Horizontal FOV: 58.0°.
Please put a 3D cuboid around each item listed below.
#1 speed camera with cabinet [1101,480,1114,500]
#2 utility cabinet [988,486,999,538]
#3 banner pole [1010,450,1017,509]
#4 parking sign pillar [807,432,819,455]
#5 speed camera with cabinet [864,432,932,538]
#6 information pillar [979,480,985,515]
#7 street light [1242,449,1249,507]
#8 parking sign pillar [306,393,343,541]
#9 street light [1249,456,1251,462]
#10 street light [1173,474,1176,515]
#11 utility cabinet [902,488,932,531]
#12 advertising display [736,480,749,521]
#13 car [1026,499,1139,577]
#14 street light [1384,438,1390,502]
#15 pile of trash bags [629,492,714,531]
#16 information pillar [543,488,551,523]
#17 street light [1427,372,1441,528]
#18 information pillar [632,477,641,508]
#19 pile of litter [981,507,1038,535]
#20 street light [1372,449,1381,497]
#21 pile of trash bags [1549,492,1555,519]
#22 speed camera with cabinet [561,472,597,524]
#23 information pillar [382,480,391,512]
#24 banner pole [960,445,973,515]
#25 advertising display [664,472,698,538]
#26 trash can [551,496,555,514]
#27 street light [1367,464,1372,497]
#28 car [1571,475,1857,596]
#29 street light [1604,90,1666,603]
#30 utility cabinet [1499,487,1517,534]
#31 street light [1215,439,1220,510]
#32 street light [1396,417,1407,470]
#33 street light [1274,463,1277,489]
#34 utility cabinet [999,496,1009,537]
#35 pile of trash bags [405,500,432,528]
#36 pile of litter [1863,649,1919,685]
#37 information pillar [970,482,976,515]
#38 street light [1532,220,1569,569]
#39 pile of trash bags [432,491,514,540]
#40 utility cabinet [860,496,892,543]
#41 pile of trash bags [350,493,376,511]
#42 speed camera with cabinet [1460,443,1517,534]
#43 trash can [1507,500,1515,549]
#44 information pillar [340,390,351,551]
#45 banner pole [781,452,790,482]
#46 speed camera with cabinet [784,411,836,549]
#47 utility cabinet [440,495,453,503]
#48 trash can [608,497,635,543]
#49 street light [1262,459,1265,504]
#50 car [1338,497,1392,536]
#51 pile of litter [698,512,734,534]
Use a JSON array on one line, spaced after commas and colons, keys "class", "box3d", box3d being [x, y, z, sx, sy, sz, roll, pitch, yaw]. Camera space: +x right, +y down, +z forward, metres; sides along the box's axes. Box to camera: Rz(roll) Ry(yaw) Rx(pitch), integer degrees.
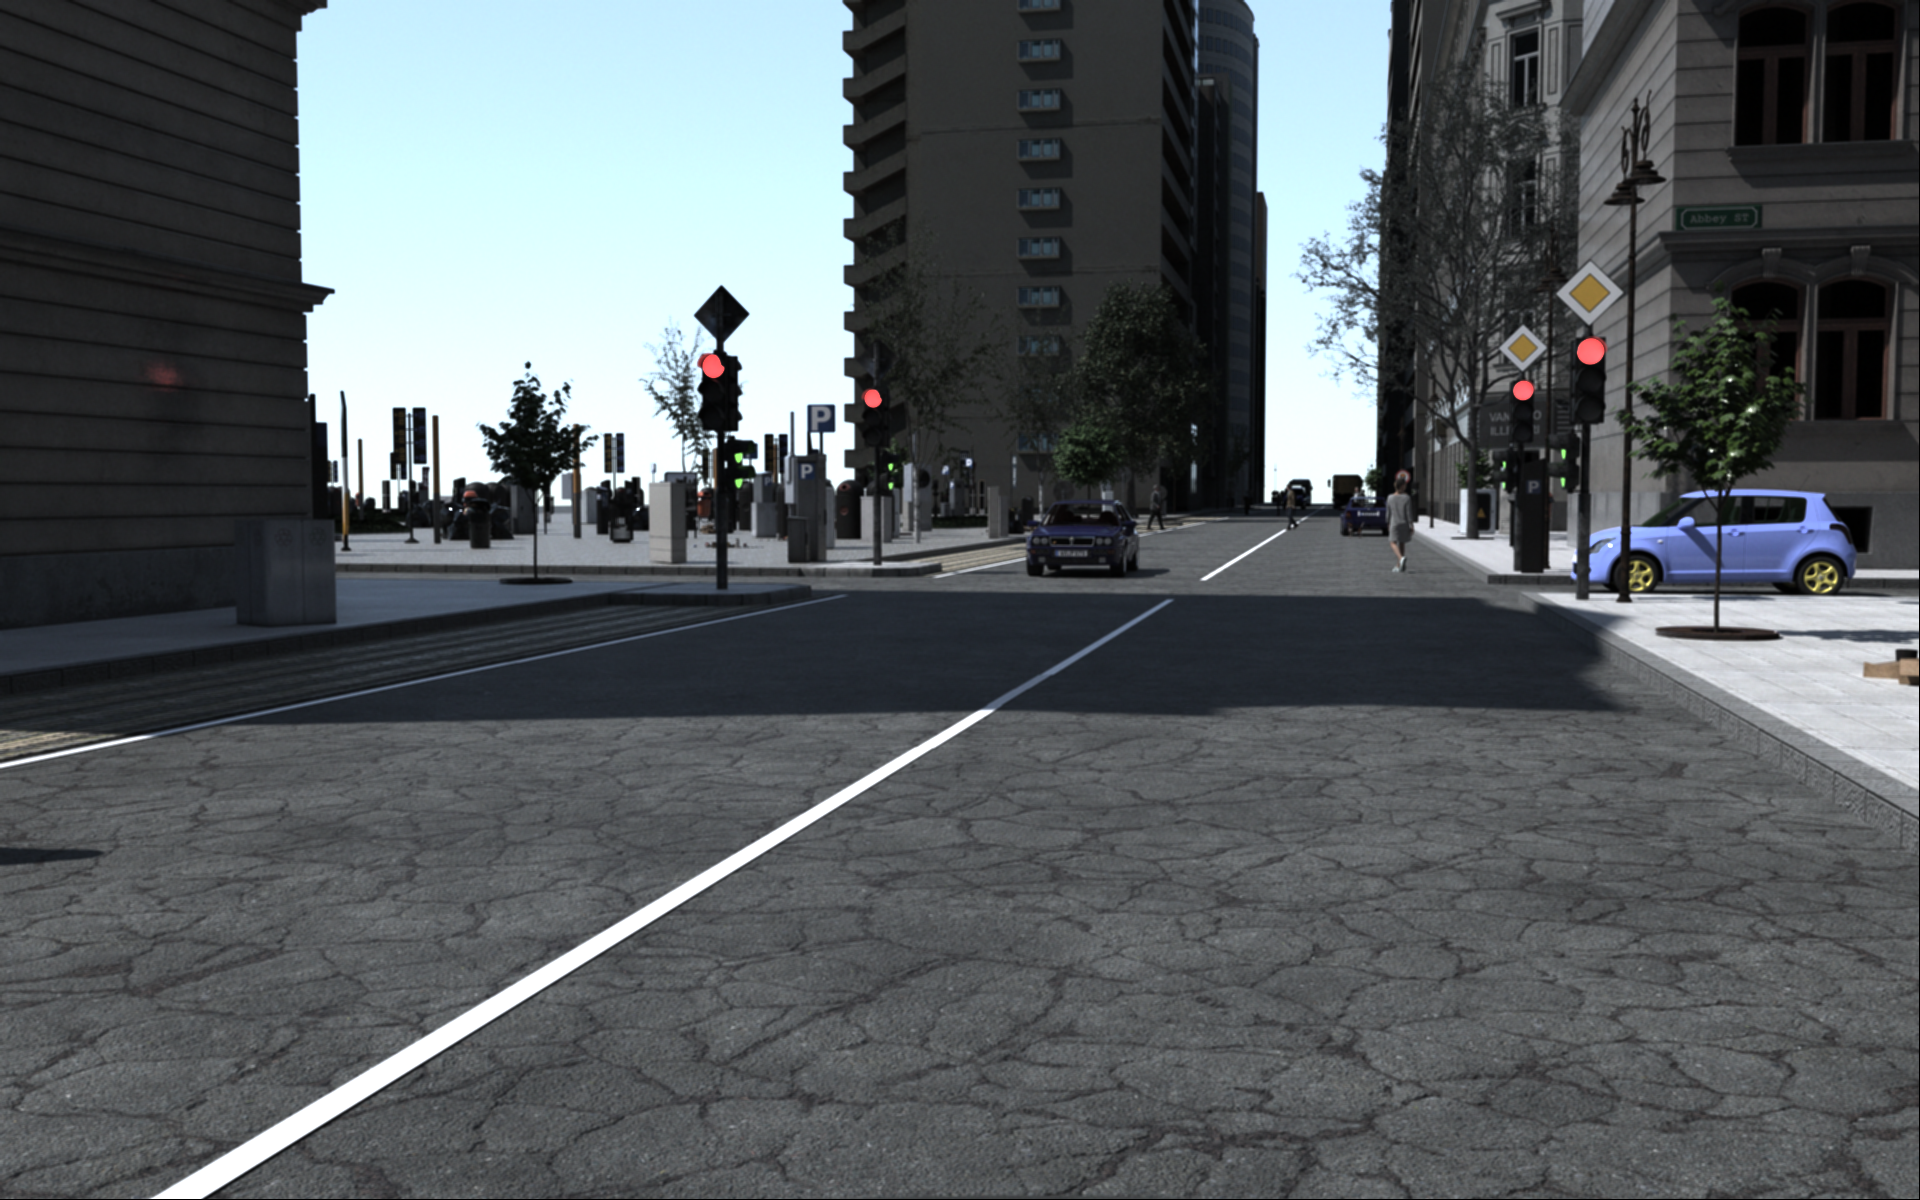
[{"class": "speed camera with cabinet", "box3d": [8.924, -6.757, 104.811, 0.660, 3.252, 2.038, 0, 4, -1]}, {"class": "utility cabinet", "box3d": [0.965, -2.553, 50.417, 0.318, 1.500, 1.173, 0, 4, -1]}, {"class": "banner pole", "box3d": [3.010, -6.623, 98.297, 0.401, 3.779, 0.863, -2, 4, -28]}, {"class": "parking sign pillar", "box3d": [-6.352, -5.288, 74.930, 1.447, 3.967, 1.447, 0, 4, 0]}, {"class": "speed camera with cabinet", "box3d": [-1.853, -3.474, 51.135, 2.038, 3.252, 0.660, -2, 4, -30]}, {"class": "information pillar", "box3d": [1.189, -5.412, 92.975, 0.304, 2.012, 0.304, 0, 4, 5]}, {"class": "street light", "box3d": [29.190, -12.589, 178.616, 0.468, 5.910, 1.993, 1, 4, 12]}, {"class": "parking sign pillar", "box3d": [-17.600, -3.587, 47.114, 1.447, 3.967, 1.447, -2, 4, -35]}, {"class": "street light", "box3d": [31.288, -13.144, 187.691, 0.468, 5.910, 1.993, 1, 4, 12]}, {"class": "street light", "box3d": [13.227, -8.180, 106.525, 0.468, 5.910, 1.993, 1, 4, 12]}, {"class": "utility cabinet", "box3d": [-1.450, -3.078, 59.007, 0.318, 1.500, 1.173, 3, 5, 41]}, {"class": "advertising display", "box3d": [-10.367, -4.680, 81.727, 0.974, 1.923, 0.123, -3, 5, -44]}, {"class": "car", "box3d": [2.256, -1.148, 31.346, 1.945, 1.354, 3.894, 1, 4, 11]}, {"class": "street light", "box3d": [34.500, -10.233, 140.094, 0.468, 5.910, 1.993, 1, 4, 12]}, {"class": "pile of trash bags", "box3d": [-10.123, -3.175, 61.659, 1.912, 1.369, 3.447, 2, 4, 35]}, {"class": "information pillar", "box3d": [-18.632, -4.504, 78.133, 0.304, 2.012, 0.304, -1, 4, -17]}, {"class": "street light", "box3d": [17.926, -5.679, 65.634, 0.468, 5.910, 1.993, 1, 4, 12]}, {"class": "information pillar", "box3d": [-13.746, -4.222, 73.520, 0.304, 2.012, 0.304, 0, 4, 7]}, {"class": "pile of litter", "box3d": [1.362, -2.532, 55.357, 1.719, 0.858, 1.176, -2, 4, -32]}, {"class": "street light", "box3d": [44.517, -12.973, 184.900, 0.468, 5.910, 1.993, 1, 4, 12]}, {"class": "pile of trash bags", "box3d": [17.911, -2.430, 49.478, 1.912, 1.369, 3.447, -3, 5, -42]}, {"class": "speed camera with cabinet", "box3d": [-16.284, -4.899, 74.439, 0.660, 3.252, 2.038, 2, 4, 24]}, {"class": "information pillar", "box3d": [-30.531, -5.363, 92.176, 0.304, 2.012, 0.304, 2, 4, 35]}, {"class": "banner pole", "box3d": [0.383, -5.992, 87.986, 0.863, 3.779, 0.401, 0, 4, -5]}, {"class": "advertising display", "box3d": [-8.113, -2.763, 50.387, 0.974, 1.923, 0.123, -2, 4, -27]}, {"class": "trash can", "box3d": [-26.054, -6.001, 109.777, 0.748, 1.137, 0.748, 0, 3, 0]}, {"class": "street light", "box3d": [60.599, -17.397, 257.225, 0.468, 5.910, 1.993, 1, 4, 12]}, {"class": "car", "box3d": [10.679, -0.923, 24.682, 3.694, 1.707, 1.945, 1, 4, 12]}, {"class": "street light", "box3d": [7.880, -2.910, 20.368, 0.468, 5.910, 1.993, 1, 4, 12]}, {"class": "utility cabinet", "box3d": [17.409, -2.778, 54.093, 0.318, 1.500, 1.173, -2, 4, -34]}, {"class": "street light", "box3d": [21.216, -10.384, 142.569, 0.468, 5.910, 1.993, 1, 4, 12]}, {"class": "street light", "box3d": [26.458, -8.029, 104.061, 0.468, 5.910, 1.993, 1, 4, 12]}, {"class": "street light", "box3d": [47.295, -17.554, 259.792, 0.468, 5.910, 1.993, 1, 4, 12]}, {"class": "utility cabinet", "box3d": [1.189, -2.513, 52.245, 0.306, 1.237, 1.020, -1, 4, -16]}, {"class": "pile of trash bags", "box3d": [-19.704, -3.480, 66.650, 1.912, 1.369, 3.447, 1, 4, 20]}, {"class": "pile of litter", "box3d": [6.869, 0.144, 11.613, 1.176, 0.858, 1.719, 0, 4, -2]}, {"class": "information pillar", "box3d": [0.754, -5.999, 102.576, 0.304, 2.012, 0.304, 2, 4, 33]}, {"class": "street light", "box3d": [10.051, -3.473, 29.564, 0.468, 5.910, 1.993, 1, 4, 12]}, {"class": "pile of trash bags", "box3d": [-13.925, -2.441, 49.660, 1.912, 1.369, 3.447, -1, 4, -21]}, {"class": "utility cabinet", "box3d": [-2.202, -2.113, 45.704, 0.306, 1.237, 1.020, -3, 5, -40]}, {"class": "pile of trash bags", "box3d": [-39.369, -6.357, 113.689, 1.912, 1.369, 3.447, -1, 4, -17]}, {"class": "speed camera with cabinet", "box3d": [17.066, -3.732, 55.346, 2.038, 3.252, 0.660, -1, 4, -9]}, {"class": "trash can", "box3d": [13.112, -1.751, 40.283, 0.748, 1.137, 0.748, 0, 3, 0]}, {"class": "information pillar", "box3d": [-13.870, -2.917, 39.044, 0.183, 3.616, 0.504, -2, 4, -26]}, {"class": "banner pole", "box3d": [-10.373, -6.951, 103.658, 0.863, 3.779, 0.401, 1, 4, 17]}, {"class": "speed camera with cabinet", "box3d": [-3.566, -2.852, 40.973, 0.660, 3.252, 2.038, -2, 4, -24]}, {"class": "utility cabinet", "box3d": [-22.690, -4.007, 76.676, 1.020, 1.237, 0.306, 2, 4, 29]}, {"class": "trash can", "box3d": [-8.932, -2.082, 45.698, 0.748, 1.137, 0.748, 0, 3, 0]}, {"class": "street light", "box3d": [39.227, -15.350, 223.765, 0.468, 5.910, 1.993, 1, 4, 12]}, {"class": "car", "box3d": [14.175, -2.924, 60.392, 1.945, 1.354, 3.894, 1, 4, 11]}, {"class": "pile of litter", "box3d": [-7.996, -2.593, 56.354, 1.176, 0.858, 1.719, 2, 4, 30]}]
